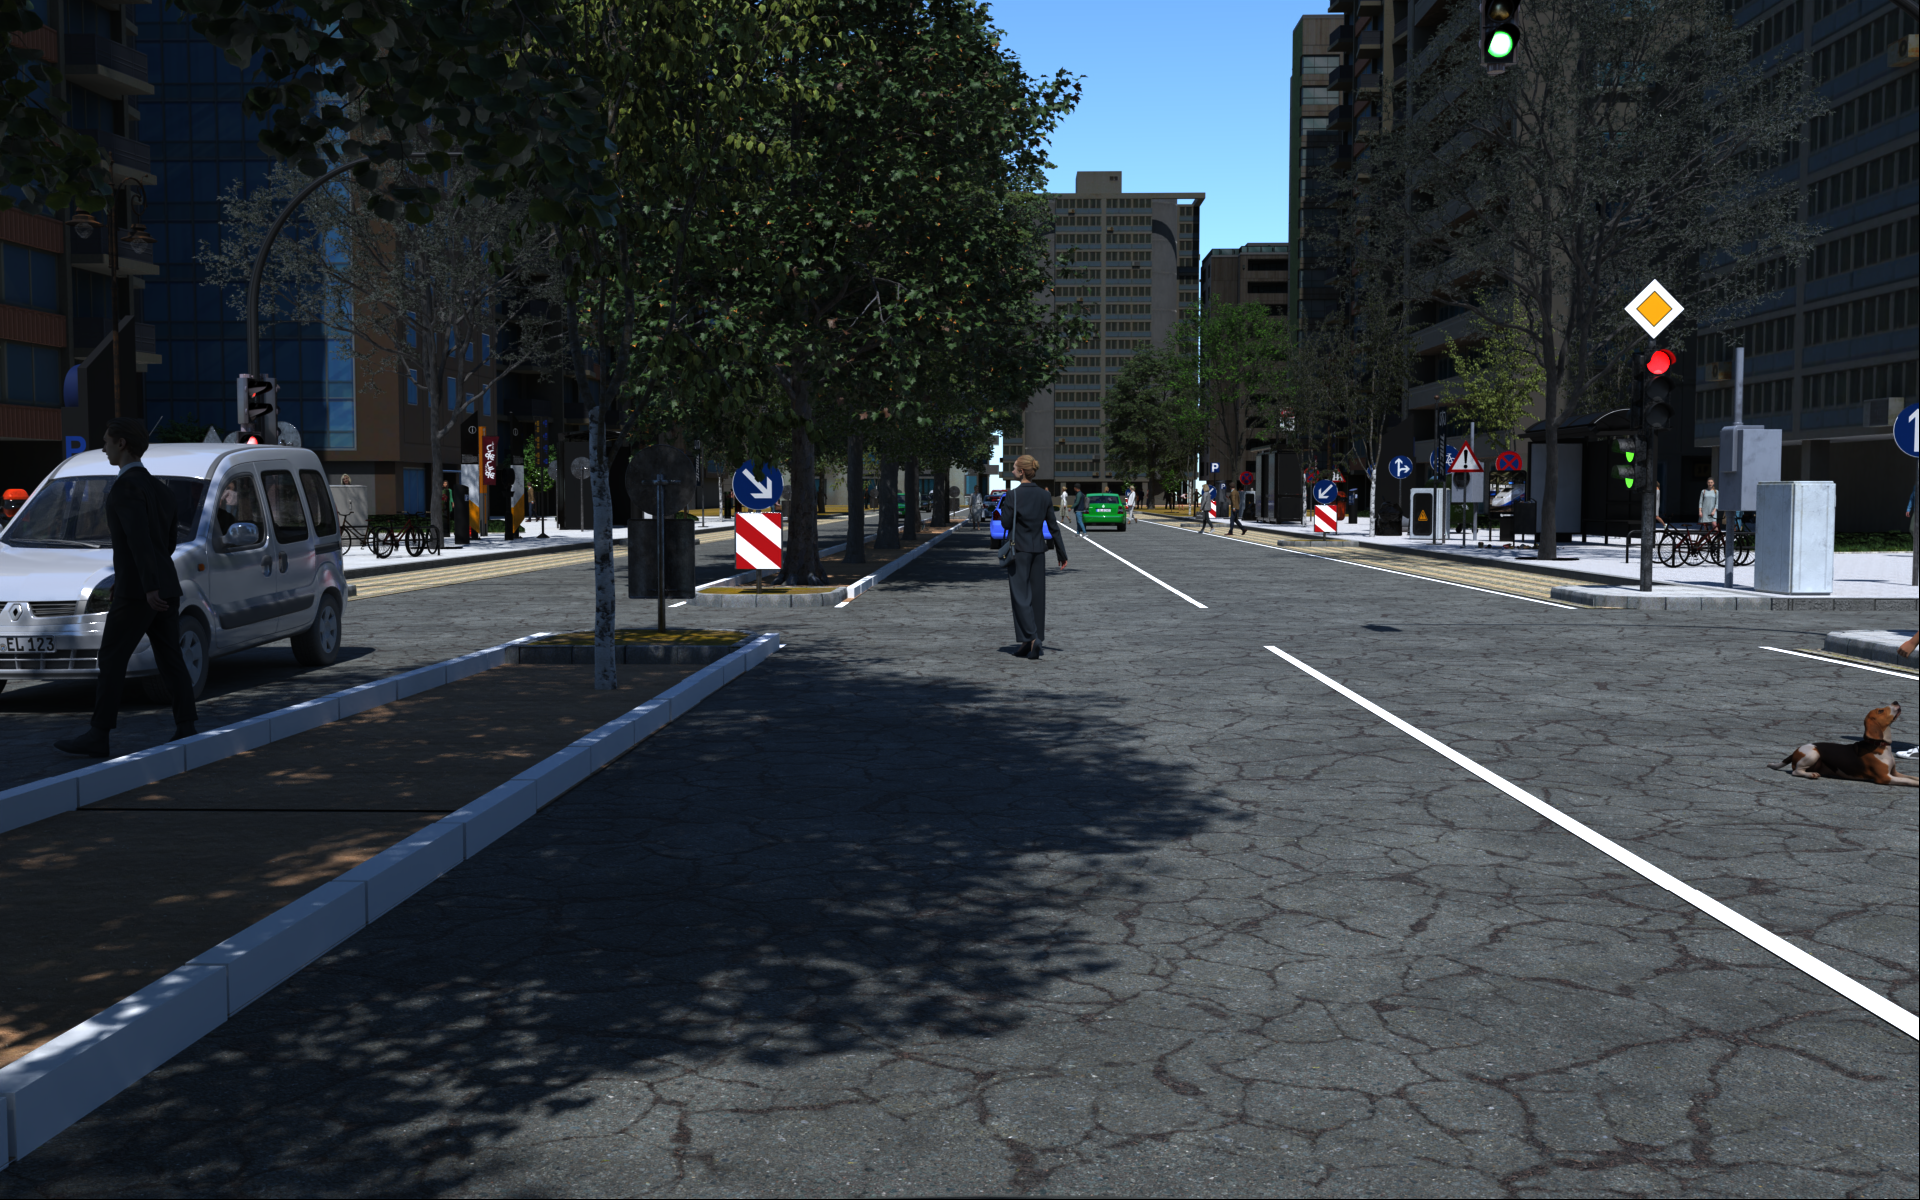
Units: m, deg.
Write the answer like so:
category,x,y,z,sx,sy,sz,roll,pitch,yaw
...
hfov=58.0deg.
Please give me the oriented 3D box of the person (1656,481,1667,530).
category,x,y,z,sx,sy,sz,roll,pitch,yaw
person,23.242,-3.121,57.815,0.760,1.731,0.466,-1,4,-14

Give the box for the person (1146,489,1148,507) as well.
category,x,y,z,sx,sy,sz,roll,pitch,yaw
person,19.101,-10.275,174.566,0.750,1.759,0.617,2,4,31

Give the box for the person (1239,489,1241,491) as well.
category,x,y,z,sx,sy,sz,roll,pitch,yaw
person,17.718,-6.354,109.900,0.705,1.831,1.348,-3,5,-43

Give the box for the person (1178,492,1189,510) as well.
category,x,y,z,sx,sy,sz,roll,pitch,yaw
person,17.451,-7.717,135.397,0.799,1.438,0.628,-1,4,-16

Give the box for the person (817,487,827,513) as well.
category,x,y,z,sx,sy,sz,roll,pitch,yaw
person,-9.717,-6.966,119.940,1.348,1.824,0.705,-3,4,-38

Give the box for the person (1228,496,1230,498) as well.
category,x,y,z,sx,sy,sz,roll,pitch,yaw
person,20.007,-7.264,125.547,1.217,1.736,0.721,2,4,31

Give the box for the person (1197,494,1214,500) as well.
category,x,y,z,sx,sy,sz,roll,pitch,yaw
person,15.865,-6.431,111.925,1.217,1.736,0.721,3,4,37

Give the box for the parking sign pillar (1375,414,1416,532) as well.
category,x,y,z,sx,sy,sz,roll,pitch,yaw
parking sign pillar,14.816,-4.309,58.928,1.447,3.967,1.447,2,4,35

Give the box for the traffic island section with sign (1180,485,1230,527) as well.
category,x,y,z,sx,sy,sz,roll,pitch,yaw
traffic island section with sign,10.606,-4.067,75.115,1.989,1.847,2.006,0,4,2

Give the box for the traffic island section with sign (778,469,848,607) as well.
category,x,y,z,sx,sy,sz,roll,pitch,yaw
traffic island section with sign,-2.560,-0.898,22.824,2.006,1.907,1.989,0,4,2

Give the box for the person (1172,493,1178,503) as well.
category,x,y,z,sx,sy,sz,roll,pitch,yaw
person,19.226,-9.199,156.446,1.348,1.824,0.705,-2,4,-32

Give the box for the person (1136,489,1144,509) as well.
category,x,y,z,sx,sy,sz,roll,pitch,yaw
person,15.810,-8.895,151.932,0.683,1.767,0.568,0,4,-8

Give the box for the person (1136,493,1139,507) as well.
category,x,y,z,sx,sy,sz,roll,pitch,yaw
person,16.192,-9.083,157.806,0.557,1.426,1.065,3,4,36

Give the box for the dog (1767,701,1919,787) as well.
category,x,y,z,sx,sy,sz,roll,pitch,yaw
dog,4.501,0.699,8.766,0.550,0.427,0.748,0,4,-5

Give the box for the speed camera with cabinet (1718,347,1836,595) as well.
category,x,y,z,sx,sy,sz,roll,pitch,yaw
speed camera with cabinet,10.739,-1.741,22.799,0.660,3.252,2.038,0,4,-2

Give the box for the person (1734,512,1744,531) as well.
category,x,y,z,sx,sy,sz,roll,pitch,yaw
person,25.469,-3.088,56.631,0.616,1.811,0.778,0,4,-1

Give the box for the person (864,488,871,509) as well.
category,x,y,z,sx,sy,sz,roll,pitch,yaw
person,-7.925,-8.647,147.451,0.705,1.821,1.348,1,4,21

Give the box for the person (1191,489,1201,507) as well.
category,x,y,z,sx,sy,sz,roll,pitch,yaw
person,22.848,-9.842,167.088,1.348,1.807,0.705,-2,4,-25

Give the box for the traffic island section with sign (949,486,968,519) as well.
category,x,y,z,sx,sy,sz,roll,pitch,yaw
traffic island section with sign,-0.358,-5.492,97.931,2.006,1.907,1.989,0,4,2

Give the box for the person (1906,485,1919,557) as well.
category,x,y,z,sx,sy,sz,roll,pitch,yaw
person,19.549,-1.758,35.127,0.444,1.785,0.601,-2,4,-24

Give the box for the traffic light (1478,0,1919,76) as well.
category,x,y,z,sx,sy,sz,roll,pitch,yaw
traffic light,6.691,-2.445,14.649,4.771,5.953,1.251,0,4,2

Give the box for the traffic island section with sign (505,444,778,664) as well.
category,x,y,z,sx,sy,sz,roll,pitch,yaw
traffic island section with sign,-2.788,-0.446,15.421,2.006,1.907,1.989,0,4,2

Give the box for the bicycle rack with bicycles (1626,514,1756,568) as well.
category,x,y,z,sx,sy,sz,roll,pitch,yaw
bicycle rack with bicycles,13.485,-1.088,31.169,2.925,0.926,2.852,0,4,-3

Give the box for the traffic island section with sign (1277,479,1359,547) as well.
category,x,y,z,sx,sy,sz,roll,pitch,yaw
traffic island section with sign,9.792,-2.383,47.596,1.989,1.847,2.006,0,4,2

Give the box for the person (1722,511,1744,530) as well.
category,x,y,z,sx,sy,sz,roll,pitch,yaw
person,23.482,-2.836,52.390,0.794,1.824,0.713,0,4,0

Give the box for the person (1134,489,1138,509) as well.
category,x,y,z,sx,sy,sz,roll,pitch,yaw
person,15.405,-9.015,153.958,0.721,1.766,1.217,-3,5,-40

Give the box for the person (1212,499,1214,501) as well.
category,x,y,z,sx,sy,sz,roll,pitch,yaw
person,19.939,-7.932,136.286,0.434,1.755,0.990,1,4,19

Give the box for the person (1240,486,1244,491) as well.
category,x,y,z,sx,sy,sz,roll,pitch,yaw
person,16.550,-5.775,101.178,0.721,1.736,1.217,-2,4,-33

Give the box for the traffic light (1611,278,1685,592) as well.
category,x,y,z,sx,sy,sz,roll,pitch,yaw
traffic light,9.020,-2.067,22.710,0.839,4.253,0.868,0,4,2

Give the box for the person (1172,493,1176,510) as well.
category,x,y,z,sx,sy,sz,roll,pitch,yaw
person,17.831,-8.375,143.684,0.721,1.735,1.217,0,4,4

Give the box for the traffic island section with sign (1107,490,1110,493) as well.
category,x,y,z,sx,sy,sz,roll,pitch,yaw
traffic island section with sign,12.856,-8.737,151.477,1.989,1.847,2.006,0,4,2

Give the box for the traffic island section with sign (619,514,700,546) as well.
category,x,y,z,sx,sy,sz,roll,pitch,yaw
traffic island section with sign,-8.397,-2.452,48.720,1.989,1.847,2.006,0,4,2

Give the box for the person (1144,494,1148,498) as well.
category,x,y,z,sx,sy,sz,roll,pitch,yaw
person,16.816,-9.019,154.222,0.721,1.743,1.217,-2,4,-32

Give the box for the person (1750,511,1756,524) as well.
category,x,y,z,sx,sy,sz,roll,pitch,yaw
person,34.481,-4.243,75.283,0.748,1.841,0.638,-2,4,-31

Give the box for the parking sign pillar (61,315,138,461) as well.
category,x,y,z,sx,sy,sz,roll,pitch,yaw
parking sign pillar,-12.692,-2.270,25.593,1.447,3.967,1.447,0,4,5

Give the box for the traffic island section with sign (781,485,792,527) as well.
category,x,y,z,sx,sy,sz,roll,pitch,yaw
traffic island section with sign,-7.583,-4.158,76.615,1.989,1.847,2.006,0,4,2

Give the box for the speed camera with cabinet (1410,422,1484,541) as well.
category,x,y,z,sx,sy,sz,roll,pitch,yaw
speed camera with cabinet,13.521,-3.292,48.155,0.660,3.252,2.038,-3,5,-39

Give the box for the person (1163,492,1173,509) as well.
category,x,y,z,sx,sy,sz,roll,pitch,yaw
person,17.657,-8.558,146.513,0.990,1.755,0.434,0,4,-4

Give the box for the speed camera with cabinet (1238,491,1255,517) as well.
category,x,y,z,sx,sy,sz,roll,pitch,yaw
speed camera with cabinet,16.296,-6.201,95.729,2.038,3.252,0.660,-2,4,-29

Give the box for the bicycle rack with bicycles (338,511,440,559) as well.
category,x,y,z,sx,sy,sz,roll,pitch,yaw
bicycle rack with bicycles,-11.868,-1.372,35.818,2.852,0.926,2.925,2,4,26

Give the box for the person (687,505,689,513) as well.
category,x,y,z,sx,sy,sz,roll,pitch,yaw
person,-18.367,-6.536,116.132,0.599,1.433,0.991,3,4,36

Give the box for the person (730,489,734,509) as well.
category,x,y,z,sx,sy,sz,roll,pitch,yaw
person,-19.673,-8.676,148.612,0.721,1.736,1.217,-2,4,-33

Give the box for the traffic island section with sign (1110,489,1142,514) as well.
category,x,y,z,sx,sy,sz,roll,pitch,yaw
traffic island section with sign,12.062,-7.089,124.533,1.989,1.847,2.006,0,4,2

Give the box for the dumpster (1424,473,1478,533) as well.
category,x,y,z,sx,sy,sz,roll,pitch,yaw
dumpster,16.041,-3.298,56.418,1.502,2.255,1.985,0,4,2

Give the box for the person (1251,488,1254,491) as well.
category,x,y,z,sx,sy,sz,roll,pitch,yaw
person,21.993,-7.568,130.515,1.217,1.736,0.721,0,4,8

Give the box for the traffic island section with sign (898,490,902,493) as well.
category,x,y,z,sx,sy,sz,roll,pitch,yaw
traffic island section with sign,-5.349,-8.770,152.021,1.989,1.847,2.006,0,4,2

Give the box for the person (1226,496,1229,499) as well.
category,x,y,z,sx,sy,sz,roll,pitch,yaw
person,18.606,-7.202,123.740,1.348,1.831,0.705,-1,4,-23

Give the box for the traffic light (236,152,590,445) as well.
category,x,y,z,sx,sy,sz,roll,pitch,yaw
traffic light,-7.341,-2.969,23.209,4.771,5.953,1.251,0,4,2

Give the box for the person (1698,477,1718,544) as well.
category,x,y,z,sx,sy,sz,roll,pitch,yaw
person,18.926,-2.243,43.717,0.512,1.701,0.522,2,4,27

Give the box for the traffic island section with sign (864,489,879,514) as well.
category,x,y,z,sx,sy,sz,roll,pitch,yaw
traffic island section with sign,-6.151,-7.122,125.077,1.989,1.847,2.006,0,4,2
